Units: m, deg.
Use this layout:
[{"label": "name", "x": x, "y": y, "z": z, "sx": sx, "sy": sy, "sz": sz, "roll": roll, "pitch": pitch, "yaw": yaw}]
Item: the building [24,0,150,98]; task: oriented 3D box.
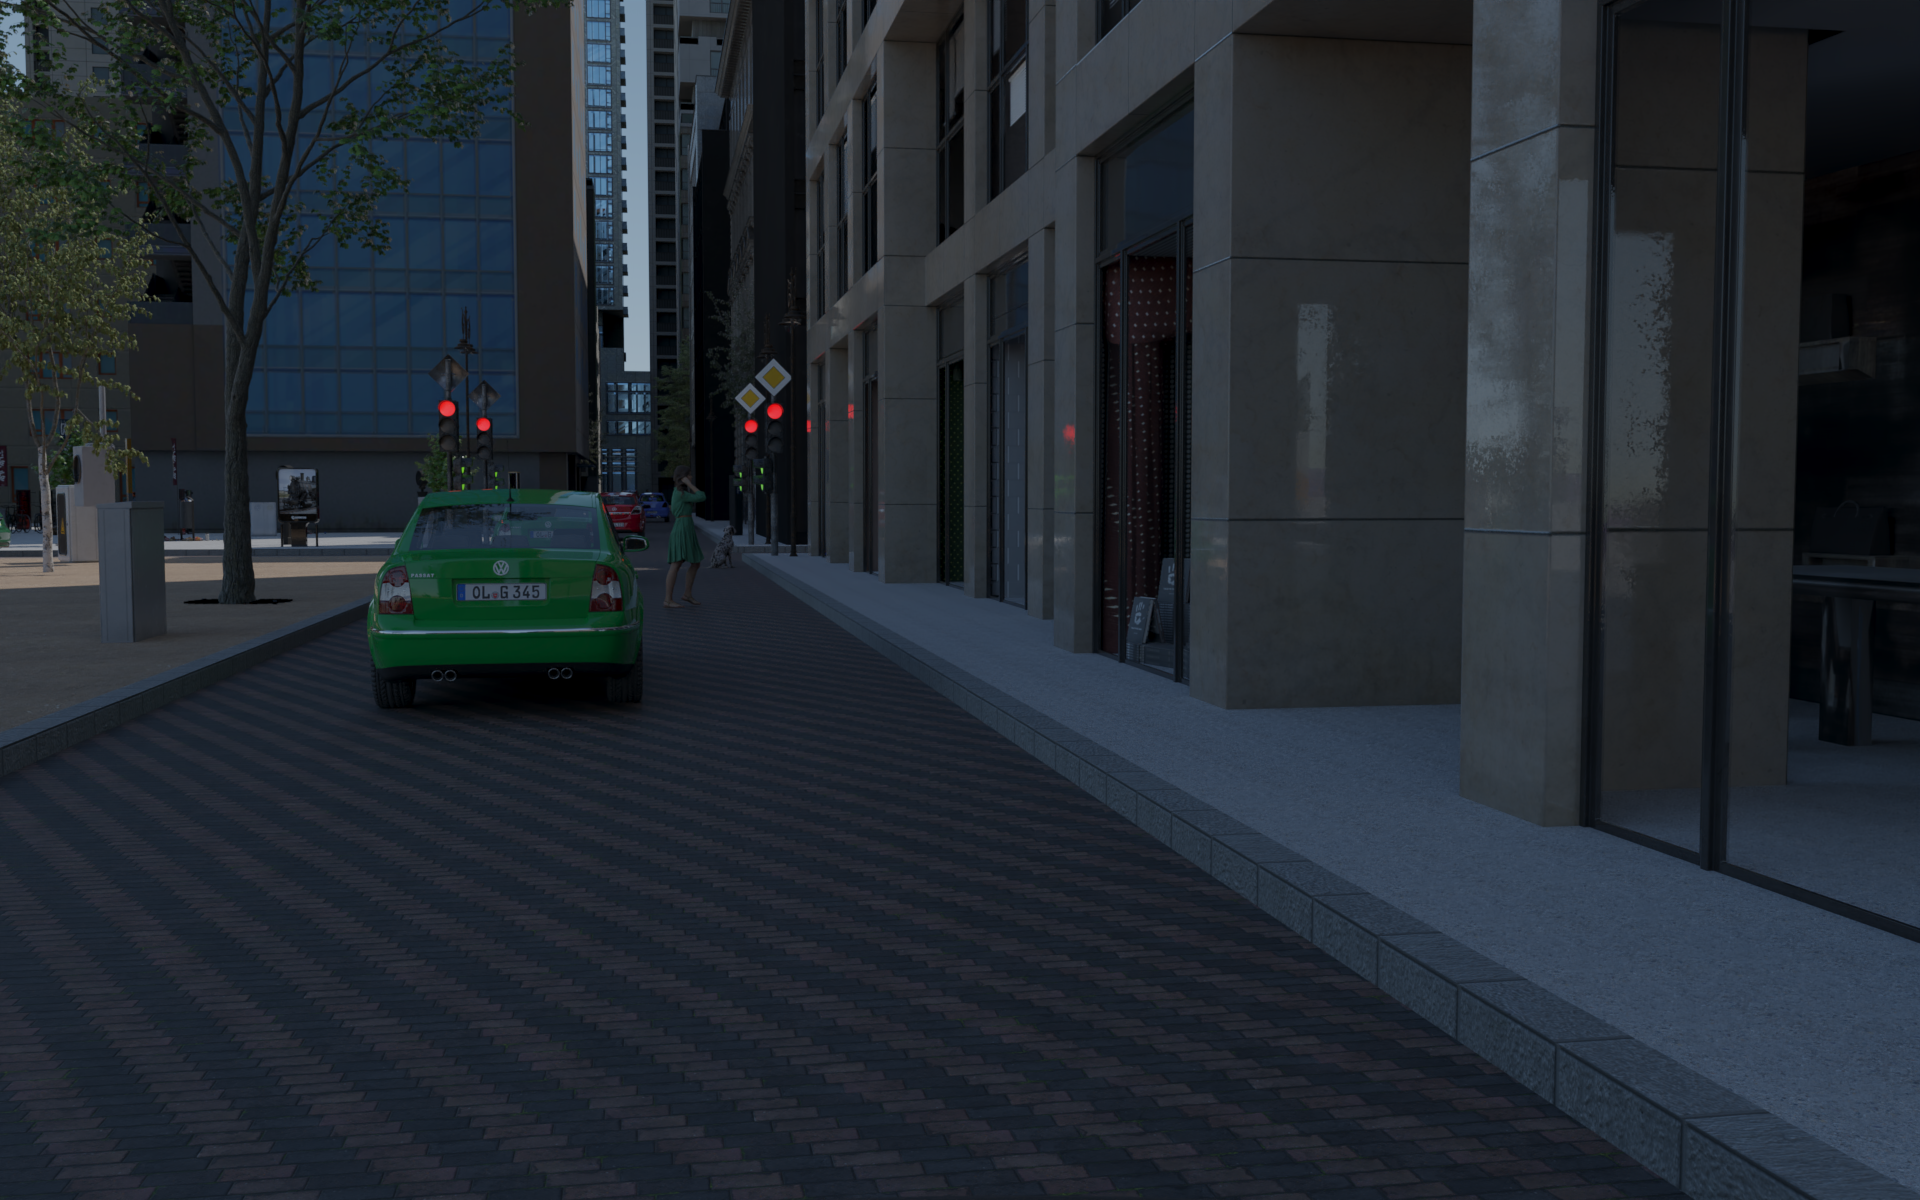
[{"label": "building", "x": -92.807, "y": -46.503, "z": 198.569, "sx": 20.611, "sy": 71.187, "sz": 20.563, "roll": -1, "pitch": 4, "yaw": -10}]

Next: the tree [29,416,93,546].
[{"label": "tree", "x": -22.036, "y": -2.974, "z": 43.222, "sx": 1.663, "sy": 3.219, "sz": 1.824, "roll": 0, "pitch": 3, "yaw": 0}]

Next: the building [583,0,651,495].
[{"label": "building", "x": -52.819, "y": -54.589, "z": 205.198, "sx": 31.000, "sy": 86.520, "sz": 22.319, "roll": -1, "pitch": 4, "yaw": -10}]

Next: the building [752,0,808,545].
[{"label": "building", "x": 2.331, "y": -13.491, "z": 50.250, "sx": 15.834, "sy": 23.373, "sz": 12.332, "roll": -1, "pitch": 4, "yaw": -10}]

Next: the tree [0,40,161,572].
[{"label": "tree", "x": -14.877, "y": -4.745, "z": 27.943, "sx": 4.737, "sy": 8.622, "sz": 4.395, "roll": 0, "pitch": 3, "yaw": 0}]

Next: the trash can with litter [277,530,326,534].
[{"label": "trash can with litter", "x": -21.224, "y": -2.720, "z": 55.521, "sx": 1.678, "sy": 1.210, "sz": 2.233, "roll": -1, "pitch": 4, "yaw": -9}]

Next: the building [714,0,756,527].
[{"label": "building", "x": -4.280, "y": -14.915, "z": 72.740, "sx": 11.050, "sy": 23.489, "sz": 19.941, "roll": -1, "pitch": 4, "yaw": -10}]

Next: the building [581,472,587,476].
[{"label": "building", "x": -39.410, "y": -28.959, "z": 128.102, "sx": 22.147, "sy": 44.769, "sz": 28.867, "roll": -1, "pitch": 4, "yaw": -10}]

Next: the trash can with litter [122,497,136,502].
[{"label": "trash can with litter", "x": -32.756, "y": -3.478, "z": 68.260, "sx": 0.624, "sy": 1.170, "sz": 1.055, "roll": 0, "pitch": 4, "yaw": -4}]

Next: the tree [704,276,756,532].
[{"label": "tree", "x": -6.763, "y": -6.612, "z": 58.470, "sx": 4.360, "sy": 8.622, "sz": 3.978, "roll": 0, "pitch": 3, "yaw": 0}]

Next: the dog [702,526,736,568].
[{"label": "dog", "x": -4.727, "y": -1.027, "z": 33.632, "sx": 0.800, "sy": 0.831, "sz": 0.513, "roll": -1, "pitch": 4, "yaw": -12}]

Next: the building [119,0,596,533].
[{"label": "building", "x": -20.944, "y": -25.234, "z": 62.680, "sx": 14.600, "sy": 45.320, "sz": 14.200, "roll": -1, "pitch": 4, "yaw": -10}]

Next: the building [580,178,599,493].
[{"label": "building", "x": -38.943, "y": -23.178, "z": 150.668, "sx": 14.160, "sy": 30.474, "sz": 14.107, "roll": -1, "pitch": 4, "yaw": -10}]

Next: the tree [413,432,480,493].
[{"label": "tree", "x": -14.066, "y": -3.221, "z": 47.272, "sx": 1.663, "sy": 3.219, "sz": 1.824, "roll": 0, "pitch": 3, "yaw": 0}]

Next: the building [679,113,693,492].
[{"label": "building", "x": -14.836, "y": -22.268, "z": 135.791, "sx": 14.160, "sy": 30.474, "sz": 14.107, "roll": -1, "pitch": 4, "yaw": -10}]

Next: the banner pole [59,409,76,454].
[{"label": "banner pole", "x": -26.224, "y": -3.735, "z": 51.090, "sx": 0.401, "sy": 3.779, "sz": 0.863, "roll": 1, "pitch": 4, "yaw": 14}]

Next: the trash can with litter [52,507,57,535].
[{"label": "trash can with litter", "x": -27.936, "y": -2.590, "z": 53.733, "sx": 1.055, "sy": 1.170, "sz": 0.624, "roll": 0, "pitch": 4, "yaw": 4}]

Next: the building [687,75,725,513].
[{"label": "building", "x": -10.683, "y": -17.792, "z": 108.915, "sx": 12.078, "sy": 24.808, "sz": 19.932, "roll": -1, "pitch": 4, "yaw": -10}]

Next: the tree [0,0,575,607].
[{"label": "tree", "x": -8.313, "y": -5.766, "z": 20.035, "sx": 9.928, "sy": 11.665, "sz": 9.643, "roll": 0, "pitch": 3, "yaw": 0}]

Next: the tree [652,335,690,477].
[{"label": "tree", "x": -18.225, "y": -12.546, "z": 123.255, "sx": 7.486, "sy": 12.596, "sz": 7.792, "roll": 0, "pitch": 3, "yaw": 0}]

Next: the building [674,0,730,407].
[{"label": "building", "x": -11.995, "y": -34.746, "z": 157.334, "sx": 28.713, "sy": 52.752, "sz": 27.495, "roll": -1, "pitch": 4, "yaw": -10}]

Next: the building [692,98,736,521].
[{"label": "building", "x": -7.603, "y": -16.006, "z": 91.375, "sx": 12.332, "sy": 23.373, "sz": 15.834, "roll": -1, "pitch": 4, "yaw": -10}]

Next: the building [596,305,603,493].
[{"label": "building", "x": -51.472, "y": -20.239, "z": 175.951, "sx": 28.899, "sy": 21.520, "sz": 27.650, "roll": -1, "pitch": 4, "yaw": -10}]

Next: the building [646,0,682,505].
[{"label": "building", "x": -27.401, "y": -47.209, "z": 210.116, "sx": 20.611, "sy": 71.187, "sz": 20.563, "roll": -1, "pitch": 4, "yaw": -10}]

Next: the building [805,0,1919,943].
[{"label": "building", "x": 9.301, "y": -13.219, "z": 20.643, "sx": 19.350, "sy": 26.468, "sz": 34.151, "roll": -1, "pitch": 4, "yaw": -10}]

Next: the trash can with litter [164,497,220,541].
[{"label": "trash can with litter", "x": -21.407, "y": -2.235, "z": 47.597, "sx": 2.233, "sy": 1.210, "sz": 1.678, "roll": 2, "pitch": 4, "yaw": 29}]

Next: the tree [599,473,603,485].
[{"label": "tree", "x": -35.093, "y": -10.911, "z": 162.107, "sx": 4.285, "sy": 4.588, "sz": 4.351, "roll": 0, "pitch": 3, "yaw": 0}]

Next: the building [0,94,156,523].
[{"label": "building", "x": -34.959, "y": -15.033, "z": 90.834, "sx": 27.650, "sy": 21.520, "sz": 28.899, "roll": -1, "pitch": 4, "yaw": -10}]

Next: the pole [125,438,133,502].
[{"label": "pole", "x": -30.492, "y": -4.265, "z": 63.576, "sx": 0.158, "sy": 3.312, "sz": 0.155, "roll": 0, "pitch": 3, "yaw": 0}]

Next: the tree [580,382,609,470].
[{"label": "tree", "x": -24.823, "y": -9.858, "z": 111.542, "sx": 4.360, "sy": 8.622, "sz": 3.978, "roll": 0, "pitch": 3, "yaw": 0}]

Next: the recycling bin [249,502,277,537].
[{"label": "recycling bin", "x": -21.250, "y": -2.457, "z": 52.733, "sx": 0.722, "sy": 1.027, "sz": 0.722, "roll": -2, "pitch": 4, "yaw": -30}]
